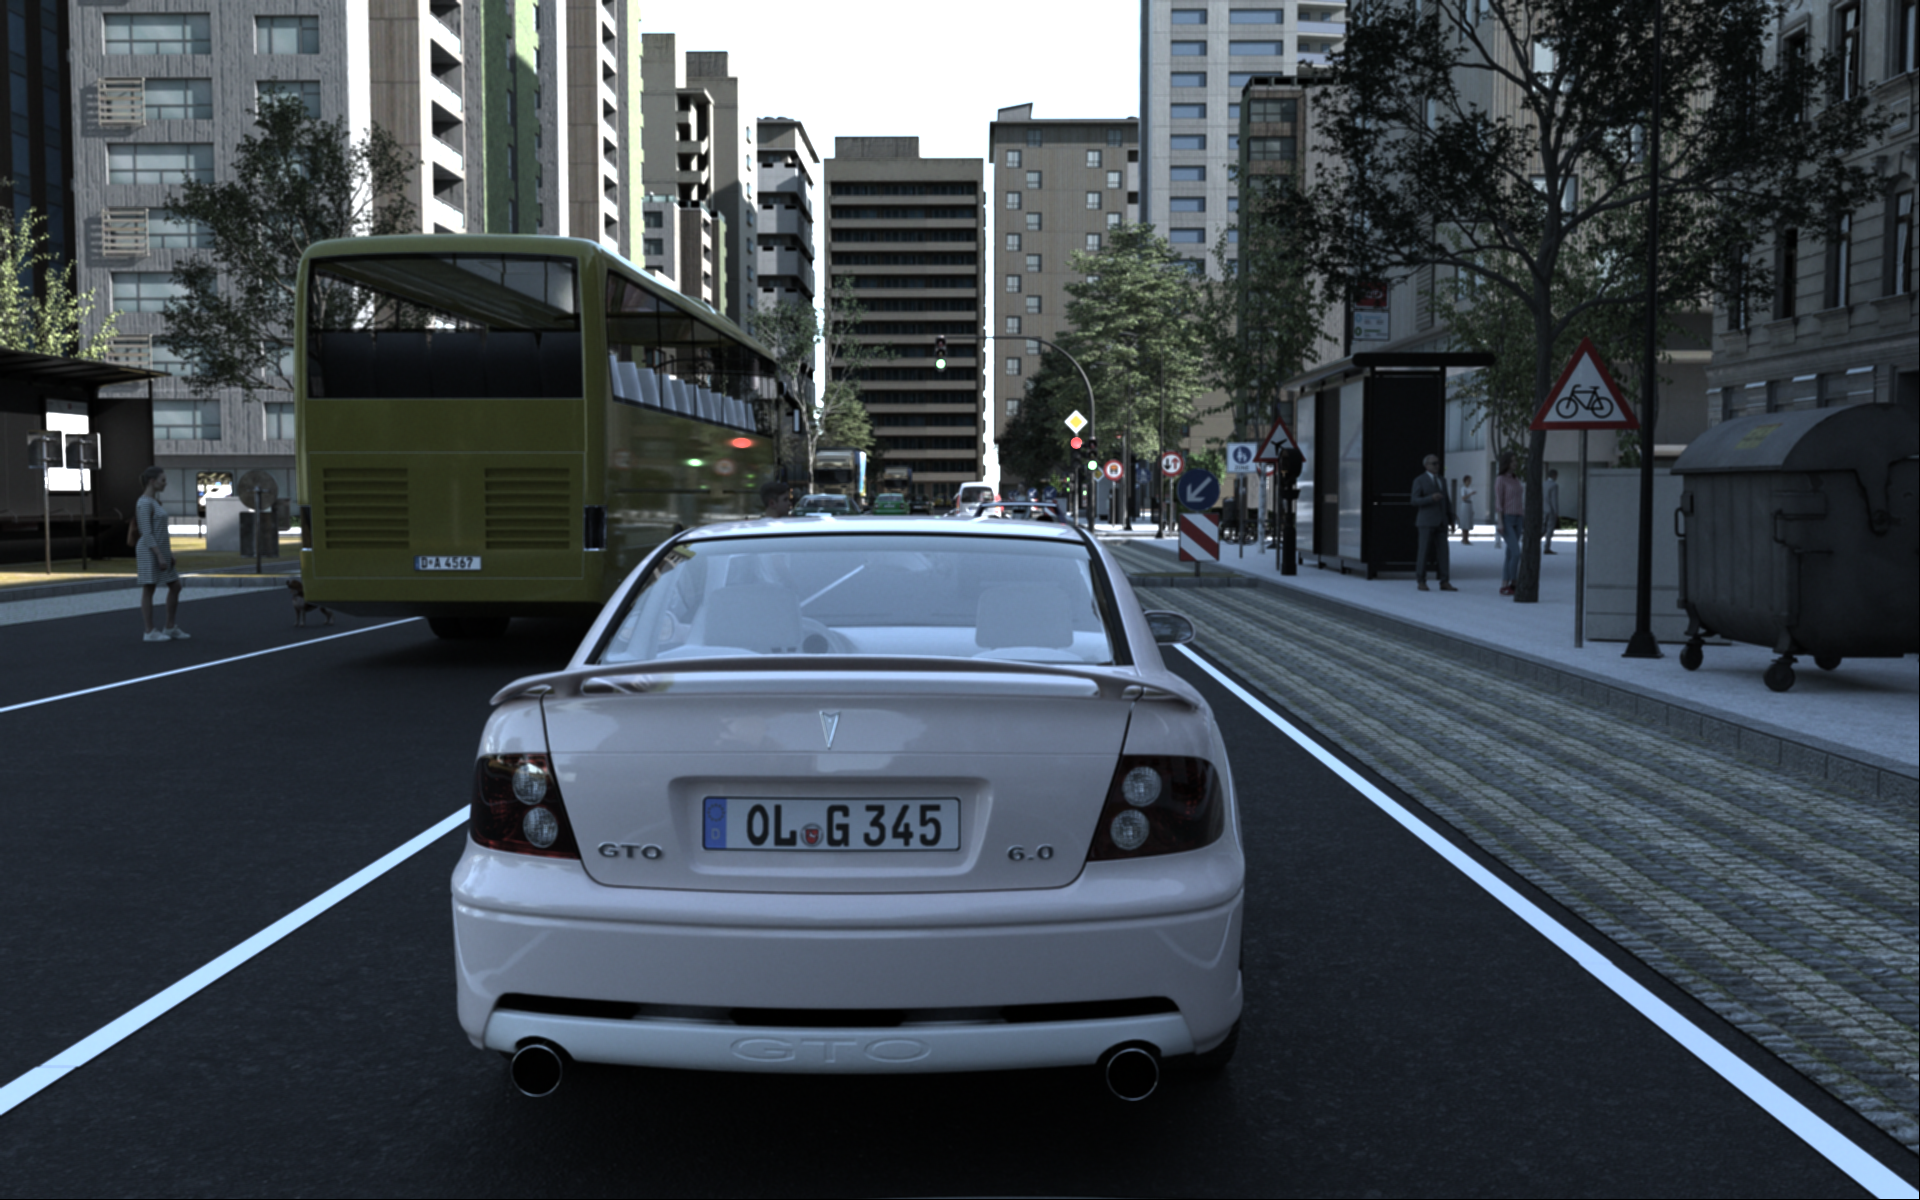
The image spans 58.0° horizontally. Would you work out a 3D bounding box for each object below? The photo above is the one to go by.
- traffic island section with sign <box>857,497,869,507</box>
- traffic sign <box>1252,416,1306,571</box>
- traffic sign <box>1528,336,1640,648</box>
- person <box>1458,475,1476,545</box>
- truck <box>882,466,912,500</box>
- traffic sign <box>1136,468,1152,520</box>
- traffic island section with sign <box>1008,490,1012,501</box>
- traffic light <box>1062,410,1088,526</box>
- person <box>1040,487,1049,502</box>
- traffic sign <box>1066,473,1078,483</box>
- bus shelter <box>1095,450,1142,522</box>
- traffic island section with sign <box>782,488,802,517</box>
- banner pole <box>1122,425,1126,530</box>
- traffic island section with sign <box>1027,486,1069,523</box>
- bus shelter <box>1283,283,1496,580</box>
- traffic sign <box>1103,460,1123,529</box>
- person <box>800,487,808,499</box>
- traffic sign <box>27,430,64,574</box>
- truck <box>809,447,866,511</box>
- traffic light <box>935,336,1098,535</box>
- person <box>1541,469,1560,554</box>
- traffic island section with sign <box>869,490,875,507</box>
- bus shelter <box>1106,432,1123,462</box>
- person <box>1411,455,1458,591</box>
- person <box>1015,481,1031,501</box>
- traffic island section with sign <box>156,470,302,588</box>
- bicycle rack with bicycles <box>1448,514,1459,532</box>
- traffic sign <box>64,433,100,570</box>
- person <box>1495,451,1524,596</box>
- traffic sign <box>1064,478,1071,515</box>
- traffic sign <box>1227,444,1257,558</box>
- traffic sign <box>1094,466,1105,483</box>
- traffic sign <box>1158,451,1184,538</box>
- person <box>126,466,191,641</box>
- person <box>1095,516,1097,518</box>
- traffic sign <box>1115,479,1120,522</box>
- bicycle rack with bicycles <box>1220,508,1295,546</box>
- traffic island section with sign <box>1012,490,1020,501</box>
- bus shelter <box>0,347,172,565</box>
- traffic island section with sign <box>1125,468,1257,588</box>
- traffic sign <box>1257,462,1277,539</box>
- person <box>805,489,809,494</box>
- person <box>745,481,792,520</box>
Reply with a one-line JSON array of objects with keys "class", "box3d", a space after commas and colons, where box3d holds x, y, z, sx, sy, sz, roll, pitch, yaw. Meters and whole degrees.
[{"class": "traffic island section with sign", "box3d": [-9.766, -9.321, 161.030, 1.989, 1.847, 2.006, 0, 4, 1]}, {"class": "traffic sign", "box3d": [5.338, -1.774, 29.006, 0.884, 2.594, 0.081, 0, 4, 5]}, {"class": "traffic sign", "box3d": [5.168, -0.880, 14.393, 0.884, 2.594, 0.081, 1, 4, 9]}, {"class": "person", "box3d": [12.894, -2.275, 43.802, 0.524, 1.755, 0.480, 3, 5, 43]}, {"class": "truck", "box3d": [-6.235, -11.332, 174.183, 2.839, 4.237, 11.283, 0, 4, 0]}, {"class": "traffic sign", "box3d": [9.015, -5.195, 85.046, 0.768, 2.556, 0.104, 0, 4, 2]}, {"class": "traffic island section with sign", "box3d": [5.045, -9.246, 159.798, 1.989, 1.847, 2.006, 0, 4, 1]}, {"class": "traffic light", "box3d": [3.855, -4.221, 57.936, 0.839, 4.253, 0.868, 0, 4, 1]}, {"class": "person", "box3d": [4.382, -4.909, 89.113, 0.623, 1.781, 0.721, 3, 4, 37]}, {"class": "traffic sign", "box3d": [6.422, -6.011, 98.380, 0.768, 2.556, 0.104, 1, 4, 10]}, {"class": "bus shelter", "box3d": [7.353, -5.397, 82.165, 2.014, 3.302, 5.546, 0, 4, 1]}, {"class": "traffic island section with sign", "box3d": [-10.339, -6.188, 109.801, 1.989, 1.847, 2.006, 0, 4, 1]}, {"class": "banner pole", "box3d": [5.915, -4.436, 62.543, 0.401, 3.779, 0.863, 0, 4, 7]}, {"class": "traffic island section with sign", "box3d": [4.174, -4.527, 82.647, 1.989, 1.847, 2.006, 0, 4, 1]}, {"class": "bus shelter", "box3d": [6.924, -3.197, 29.906, 2.179, 5.291, 8.768, 0, 4, 1]}, {"class": "traffic sign", "box3d": [5.687, -3.914, 64.098, 0.768, 2.556, 0.104, 0, 4, 1]}, {"class": "person", "box3d": [-8.238, -5.017, 90.710, 0.590, 1.801, 0.661, 3, 5, 40]}, {"class": "traffic sign", "box3d": [-14.617, -1.565, 27.709, 0.606, 2.300, 0.079, 0, 4, 7]}, {"class": "truck", "box3d": [-7.329, -7.123, 105.369, 2.839, 4.237, 11.283, 0, 4, 1]}, {"class": "traffic light", "box3d": [1.673, -4.597, 49.834, 4.771, 5.953, 1.251, 0, 4, 1]}, {"class": "person", "box3d": [12.583, -1.883, 36.946, 0.853, 1.813, 0.709, -1, 4, -20]}, {"class": "traffic island section with sign", "box3d": [-9.462, -10.985, 188.232, 1.989, 1.847, 2.006, 0, 4, 1]}, {"class": "bus shelter", "box3d": [9.023, -7.762, 104.539, 2.179, 5.291, 8.768, 0, 4, 1]}, {"class": "person", "box3d": [6.313, -1.023, 22.949, 0.661, 1.801, 0.590, -1, 4, -23]}, {"class": "person", "box3d": [1.327, -1.671, 36.819, 0.512, 1.701, 0.522, 3, 4, 36]}, {"class": "traffic island section with sign", "box3d": [-11.269, -1.143, 27.313, 1.989, 1.847, 2.006, 0, 4, 1]}, {"class": "bicycle rack with bicycles", "box3d": [15.136, -2.769, 58.660, 2.852, 0.926, 2.925, -1, 4, -17]}, {"class": "traffic sign", "box3d": [-14.783, -1.655, 29.189, 0.606, 2.300, 0.079, 0, 4, 5]}, {"class": "person", "box3d": [6.934, -0.965, 21.826, 0.388, 1.821, 0.555, 3, 5, 42]}, {"class": "traffic sign", "box3d": [6.921, -6.631, 108.529, 0.768, 2.556, 0.104, 0, 4, 1]}, {"class": "traffic sign", "box3d": [5.626, -1.987, 34.613, 0.606, 2.300, 0.079, 0, 4, 5]}, {"class": "traffic sign", "box3d": [6.315, -4.860, 79.188, 0.795, 2.593, 0.064, 0, 4, 7]}, {"class": "traffic sign", "box3d": [6.207, -3.108, 50.925, 0.768, 2.556, 0.104, 0, 4, 7]}, {"class": "person", "box3d": [-7.854, -0.452, 16.898, 0.522, 1.701, 0.512, -1, 4, -12]}, {"class": "person", "box3d": [7.225, -5.292, 92.843, 0.678, 1.792, 0.850, -2, 4, -28]}, {"class": "traffic sign", "box3d": [7.158, -4.771, 78.106, 0.768, 2.556, 0.104, 0, 4, 7]}, {"class": "bicycle rack with bicycles", "box3d": [7.548, -1.893, 44.332, 2.925, 0.926, 2.852, -1, 4, -12]}, {"class": "traffic island section with sign", "box3d": [4.473, -6.181, 109.685, 1.989, 1.847, 2.006, 0, 4, 1]}, {"class": "bus shelter", "box3d": [-16.182, -2.408, 30.648, 1.731, 3.624, 6.357, 0, 4, 1]}, {"class": "traffic island section with sign", "box3d": [3.558, -1.143, 27.309, 1.989, 1.847, 2.006, 0, 4, 1]}, {"class": "traffic sign", "box3d": [8.770, -3.026, 49.581, 0.768, 2.556, 0.104, 0, 4, 7]}, {"class": "person", "box3d": [-9.460, -6.007, 107.200, 0.782, 1.767, 0.515, -1, 4, -19]}, {"class": "person", "box3d": [-1.239, 0.000, 11.093, 0.503, 1.515, 0.523, 2, 4, 24]}]
